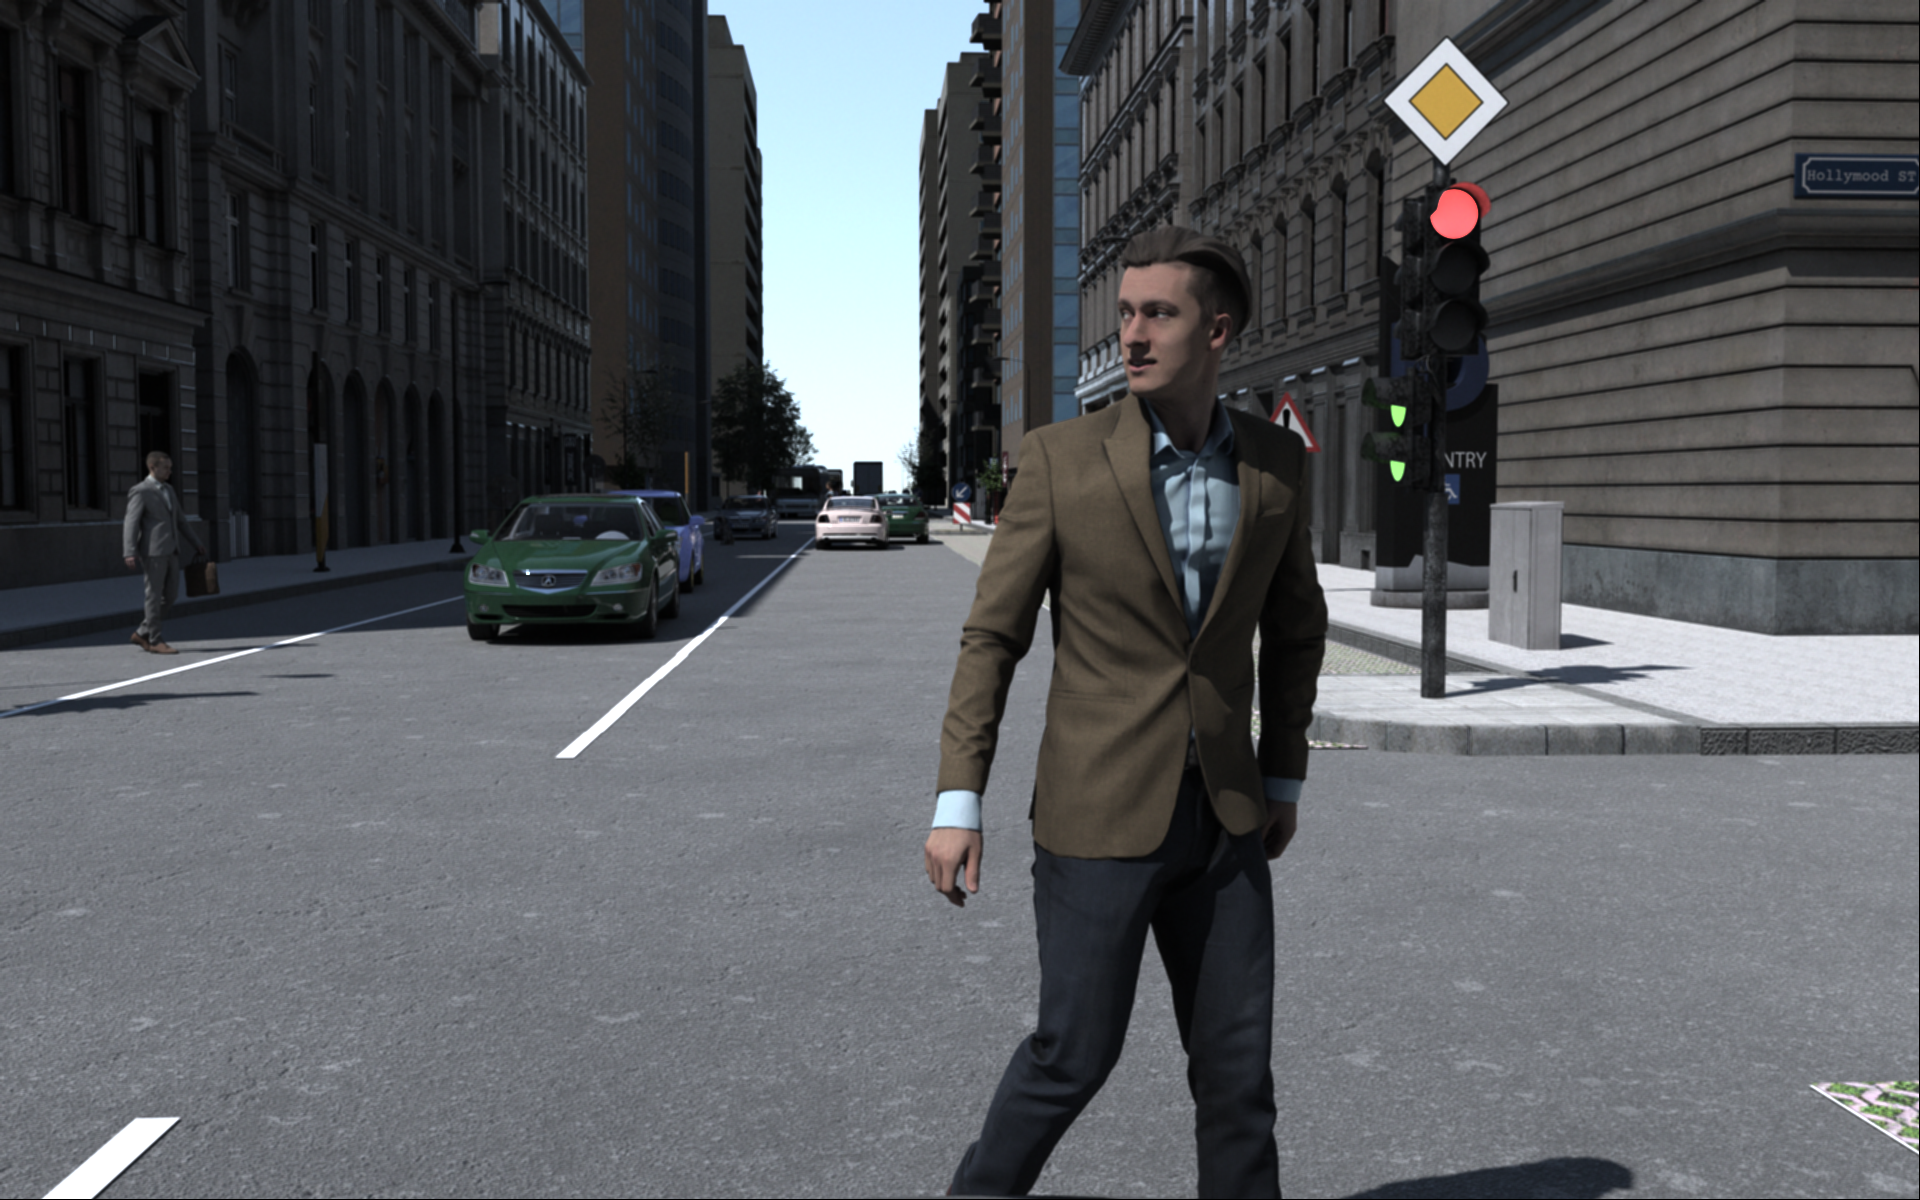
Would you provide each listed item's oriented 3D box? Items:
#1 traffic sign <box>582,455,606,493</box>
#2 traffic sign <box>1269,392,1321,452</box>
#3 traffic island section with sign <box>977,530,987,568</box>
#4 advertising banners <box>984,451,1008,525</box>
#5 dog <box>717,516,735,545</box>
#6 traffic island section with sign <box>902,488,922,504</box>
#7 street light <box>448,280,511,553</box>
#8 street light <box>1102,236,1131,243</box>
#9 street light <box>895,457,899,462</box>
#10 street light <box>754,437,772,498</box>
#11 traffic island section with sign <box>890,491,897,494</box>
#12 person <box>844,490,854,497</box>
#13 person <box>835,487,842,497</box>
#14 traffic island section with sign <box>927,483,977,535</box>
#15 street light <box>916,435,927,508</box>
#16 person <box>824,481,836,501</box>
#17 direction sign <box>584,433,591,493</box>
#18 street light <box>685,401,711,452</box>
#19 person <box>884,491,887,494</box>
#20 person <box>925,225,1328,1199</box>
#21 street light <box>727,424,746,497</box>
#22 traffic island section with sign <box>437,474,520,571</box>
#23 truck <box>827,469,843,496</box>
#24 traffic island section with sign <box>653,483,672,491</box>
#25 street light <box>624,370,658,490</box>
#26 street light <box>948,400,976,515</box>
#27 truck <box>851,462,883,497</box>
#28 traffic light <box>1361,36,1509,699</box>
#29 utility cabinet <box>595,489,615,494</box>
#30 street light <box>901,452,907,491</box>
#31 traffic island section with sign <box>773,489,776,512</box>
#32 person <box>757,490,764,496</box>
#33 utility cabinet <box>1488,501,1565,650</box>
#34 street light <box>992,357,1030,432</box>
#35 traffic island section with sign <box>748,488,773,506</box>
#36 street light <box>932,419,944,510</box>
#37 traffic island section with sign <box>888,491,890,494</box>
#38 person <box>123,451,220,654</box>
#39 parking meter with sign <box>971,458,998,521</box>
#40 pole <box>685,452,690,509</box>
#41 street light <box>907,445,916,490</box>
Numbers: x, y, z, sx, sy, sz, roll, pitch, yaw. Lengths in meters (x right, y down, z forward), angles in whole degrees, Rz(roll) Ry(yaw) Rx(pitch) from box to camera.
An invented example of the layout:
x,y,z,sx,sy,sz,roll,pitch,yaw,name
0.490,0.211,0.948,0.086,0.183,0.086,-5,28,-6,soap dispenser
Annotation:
x,y,z,sx,sy,sz,roll,pitch,yaw,name
-11.770,-3.402,55.731,0.768,2.556,0.104,0,4,3,traffic sign
4.159,-1.354,22.141,0.884,2.594,0.081,0,4,3,traffic sign
1.427,-1.513,33.361,1.989,1.847,2.006,0,4,-3,traffic island section with sign
1.517,-4.624,71.792,0.090,3.025,2.074,-2,4,-26,advertising banners
-6.609,-1.952,48.760,0.513,0.831,0.800,0,4,-6,dog
-2.833,-6.184,109.729,1.989,1.847,2.006,0,4,-3,traffic island section with sign
-10.440,-3.984,37.675,1.470,5.913,1.316,0,4,-3,street light
3.244,-3.597,31.353,1.470,5.913,1.316,0,4,-3,street light
-7.066,-15.002,217.815,1.470,5.913,1.316,0,4,-3,street light
-16.307,-10.373,142.139,1.470,5.913,1.316,0,4,-3,street light
-4.393,-7.896,137.724,1.989,1.847,2.006,0,4,-3,traffic island section with sign
-8.190,-7.238,127.557,1.217,1.743,0.721,-1,4,-10,person
-6.860,-5.461,97.650,0.599,1.838,0.709,2,4,31,person
-0.097,-3.184,60.688,1.989,1.847,2.006,0,4,-3,traffic island section with sign
-2.455,-9.949,135.206,1.470,5.913,1.316,0,4,-3,street light
-3.881,-2.678,52.386,0.778,1.811,0.616,1,4,20,person
-13.973,-4.464,64.979,0.379,3.537,0.876,-2,4,-26,direction sign
-13.113,-6.968,86.468,1.470,5.913,1.316,0,4,-3,street light
-8.999,-12.461,212.108,0.599,1.838,0.709,1,4,21,person
0.266,0.344,2.781,0.836,1.842,0.656,3,5,41,person
-14.854,-8.701,114.801,1.470,5.913,1.316,0,4,-3,street light
-8.790,-1.501,33.168,1.989,1.847,2.006,0,4,-3,traffic island section with sign
-14.758,-12.821,198.544,2.839,4.237,11.283,0,4,-3,truck
-10.302,-3.147,60.081,1.989,1.847,2.006,0,4,-3,traffic island section with sign
-11.986,-5.645,64.832,1.470,5.913,1.316,0,4,-3,street light
0.198,-6.935,85.920,1.470,5.913,1.316,0,4,-3,street light
-8.272,-10.142,154.731,2.839,4.237,11.283,0,4,-4,truck
2.965,-1.339,10.811,0.839,4.253,0.868,0,4,-3,traffic light
-14.731,-3.868,71.919,0.318,1.500,1.173,1,4,18,utility cabinet
-5.566,-13.332,190.517,1.470,5.913,1.316,0,4,-3,street light
-14.600,-7.862,137.167,1.989,1.847,2.006,0,4,-3,traffic island section with sign
-10.333,-4.880,89.762,0.593,1.643,0.415,2,4,24,person
4.786,-0.217,14.702,0.306,1.237,1.020,0,4,-1,utility cabinet
1.789,-5.274,58.766,1.470,5.913,1.316,0,4,-3,street light
-13.052,-6.175,109.583,1.989,1.847,2.006,0,4,-3,traffic island section with sign
-0.959,-8.254,107.501,1.470,5.913,1.316,0,4,-3,street light
-7.488,-11.285,193.130,1.989,1.847,2.006,0,4,-3,traffic island section with sign
-7.163,-0.424,15.550,0.853,1.813,0.709,1,4,10,person
1.140,-5.374,84.132,0.543,3.016,1.738,-2,4,-33,parking meter with sign
-13.181,-5.503,83.815,0.158,3.312,0.155,0,3,0,pole
-4.018,-11.610,162.361,1.470,5.913,1.316,0,4,-3,street light
